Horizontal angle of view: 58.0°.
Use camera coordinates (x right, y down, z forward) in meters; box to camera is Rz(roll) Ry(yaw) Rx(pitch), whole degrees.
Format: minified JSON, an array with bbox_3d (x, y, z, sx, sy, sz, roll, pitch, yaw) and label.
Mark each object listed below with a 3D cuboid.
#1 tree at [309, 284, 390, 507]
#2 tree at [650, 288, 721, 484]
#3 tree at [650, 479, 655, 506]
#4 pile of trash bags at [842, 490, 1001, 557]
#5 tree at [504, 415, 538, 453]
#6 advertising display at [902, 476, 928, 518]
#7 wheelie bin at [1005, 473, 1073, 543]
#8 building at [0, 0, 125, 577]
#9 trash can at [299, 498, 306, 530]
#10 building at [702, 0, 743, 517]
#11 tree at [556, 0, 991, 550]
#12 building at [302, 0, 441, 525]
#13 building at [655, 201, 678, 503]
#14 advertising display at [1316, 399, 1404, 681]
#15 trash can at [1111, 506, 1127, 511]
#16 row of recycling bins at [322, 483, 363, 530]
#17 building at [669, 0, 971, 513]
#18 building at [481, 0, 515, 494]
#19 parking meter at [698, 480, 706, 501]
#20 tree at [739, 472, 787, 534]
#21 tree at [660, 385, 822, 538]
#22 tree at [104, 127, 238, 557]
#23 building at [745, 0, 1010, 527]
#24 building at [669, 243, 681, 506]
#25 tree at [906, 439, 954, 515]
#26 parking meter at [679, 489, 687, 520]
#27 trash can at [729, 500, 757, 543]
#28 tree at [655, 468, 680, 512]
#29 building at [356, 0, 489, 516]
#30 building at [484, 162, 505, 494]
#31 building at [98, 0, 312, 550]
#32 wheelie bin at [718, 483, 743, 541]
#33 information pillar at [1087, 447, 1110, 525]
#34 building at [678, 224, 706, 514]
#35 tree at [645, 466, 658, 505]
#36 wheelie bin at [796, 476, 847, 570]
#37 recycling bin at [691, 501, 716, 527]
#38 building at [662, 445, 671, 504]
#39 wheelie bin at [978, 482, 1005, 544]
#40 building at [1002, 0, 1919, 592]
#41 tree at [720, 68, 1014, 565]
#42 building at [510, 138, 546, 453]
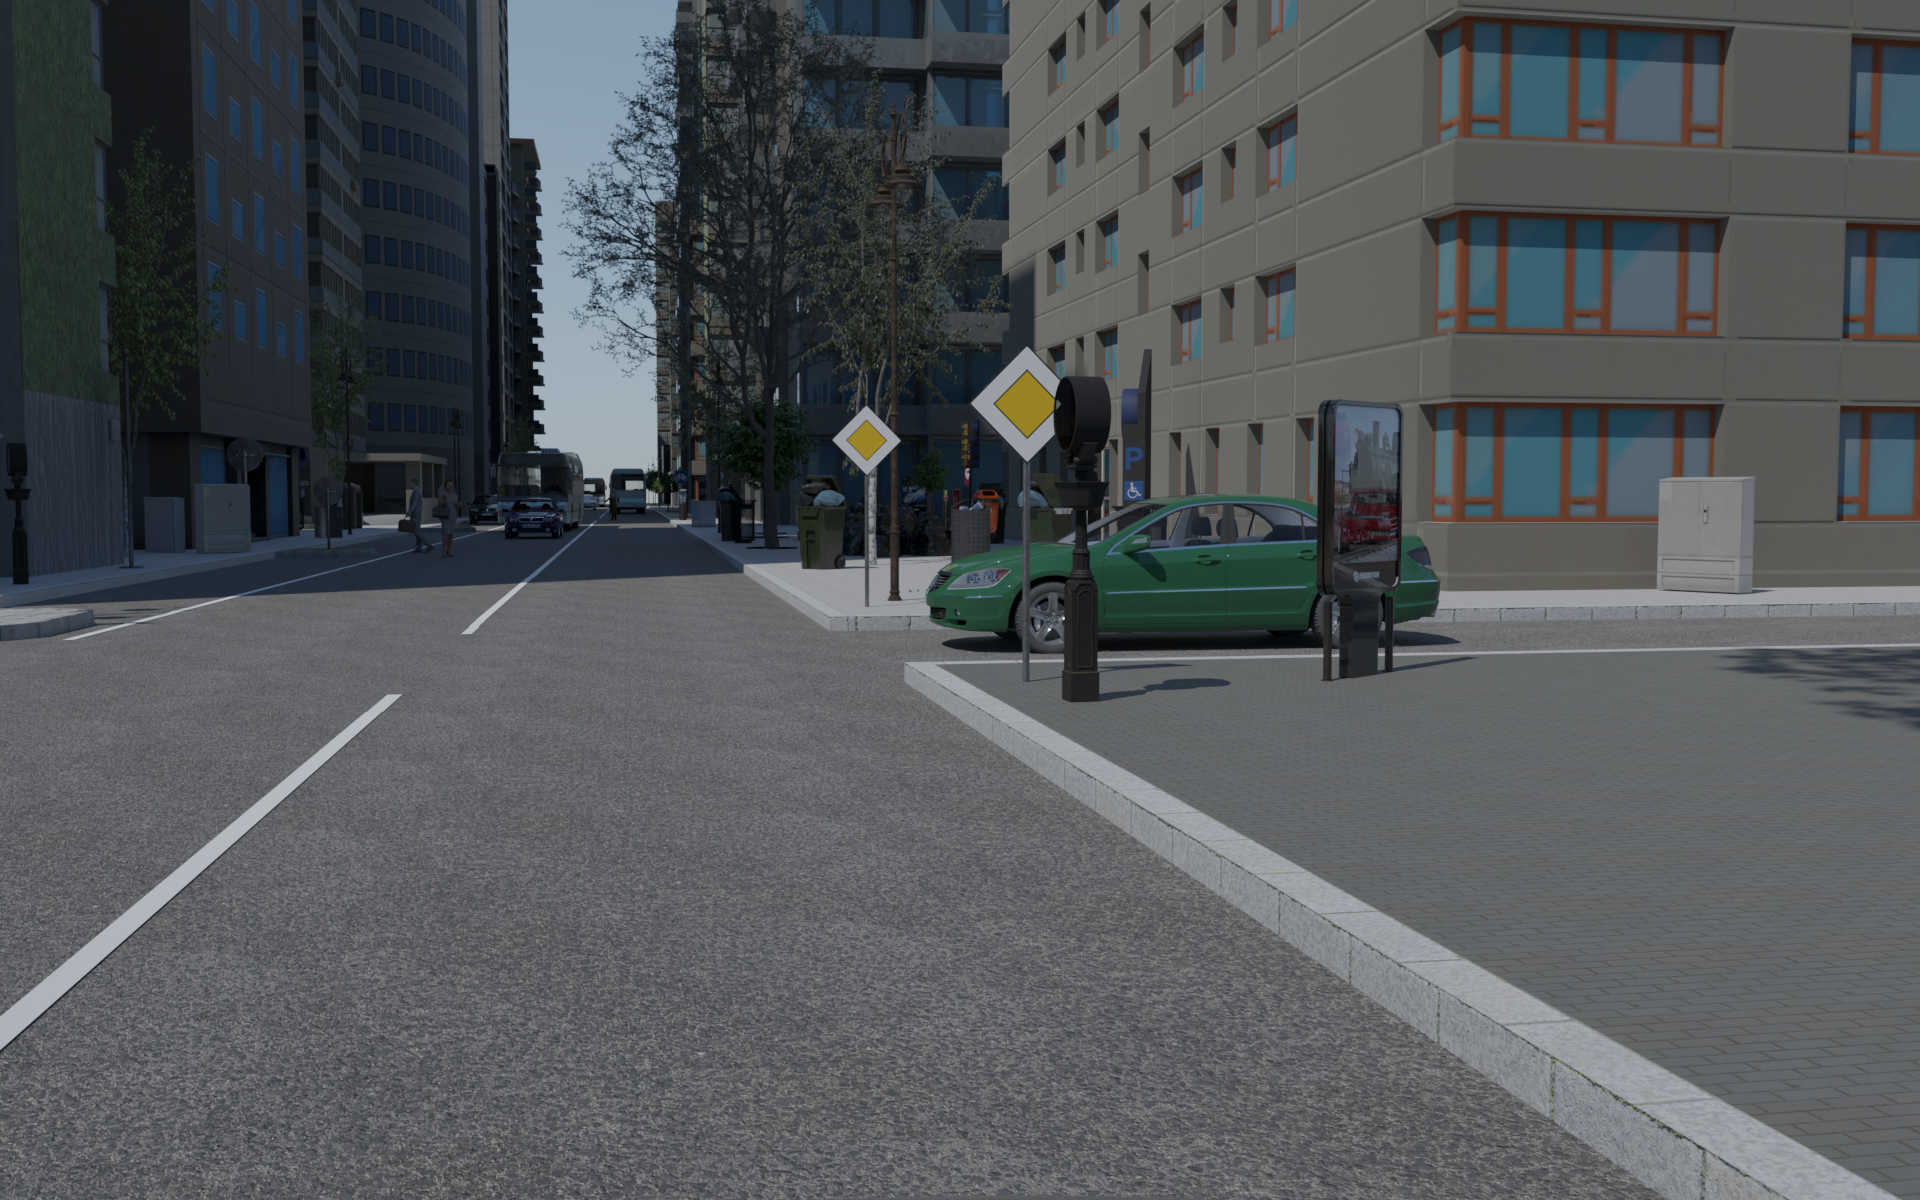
[{"bbox_3d":[-21.770,-6.701,59.917,4.737,8.622,4.395,0,3,0],"label":"tree"},{"bbox_3d":[-8.580,-6.752,60.750,4.360,8.622,3.978,0,3,0],"label":"tree"},{"bbox_3d":[-33.305,-11.962,190.185,1.663,3.219,1.824,0,3,0],"label":"tree"},{"bbox_3d":[-0.765,-1.628,36.363,3.447,1.369,1.912,-1,4,-22],"label":"pile of trash bags"},{"bbox_3d":[-40.446,-12.717,158.286,4.737,8.622,4.395,0,3,0],"label":"tree"},{"bbox_3d":[-1.658,-3.564,63.481,0.974,1.923,0.123,1,4,22],"label":"advertising display"},{"bbox_3d":[1.288,-1.130,26.383,0.693,1.594,0.980,2,4,35],"label":"wheelie bin"},{"bbox_3d":[-20.936,-20.728,22.497,14.154,41.232,14.086,-1,4,-11],"label":"building"},{"bbox_3d":[-23.744,-3.069,61.833,0.748,1.137,0.748,0,3,0],"label":"trash can"},{"bbox_3d":[-8.222,-25.635,102.733,14.154,41.232,14.086,-1,4,-11],"label":"building"},{"bbox_3d":[-4.556,-7.936,40.123,12.009,13.543,11.850,0,3,0],"label":"tree"},{"bbox_3d":[-39.728,-23.418,74.761,32.217,40.220,23.993,-1,4,-11],"label":"building"},{"bbox_3d":[-35.784,-34.305,244.478,14.154,41.232,14.086,-1,4,-11],"label":"building"},{"bbox_3d":[2.808,-0.424,12.146,0.123,1.923,0.974,3,5,43],"label":"advertising display"},{"bbox_3d":[2.208,-0.574,21.036,0.748,1.137,0.748,0,3,0],"label":"trash can"},{"bbox_3d":[-22.656,-3.446,63.451,1.069,1.692,3.534,-1,4,-8],"label":"row of recycling bins"},{"bbox_3d":[-13.857,-32.673,153.810,23.786,49.044,30.456,-1,4,-11],"label":"building"},{"bbox_3d":[-55.781,-45.485,181.926,20.563,71.187,20.611,-1,4,-11],"label":"building"},{"bbox_3d":[-10.712,-4.057,72.037,0.255,1.863,0.399,0,4,5],"label":"parking meter"},{"bbox_3d":[-6.034,-3.745,55.829,1.663,3.219,1.824,0,3,0],"label":"tree"},{"bbox_3d":[-5.641,-4.093,50.641,4.285,4.588,4.351,0,3,0],"label":"tree"},{"bbox_3d":[-17.049,-5.203,35.434,4.737,8.622,4.395,0,3,0],"label":"tree"},{"bbox_3d":[0.744,-28.177,80.300,23.786,49.044,30.456,-1,4,-11],"label":"building"},{"bbox_3d":[-26.491,-26.242,200.752,14.160,30.474,14.107,-1,4,-11],"label":"building"},{"bbox_3d":[-1.081,-4.086,61.409,1.663,3.219,1.824,0,3,0],"label":"tree"},{"bbox_3d":[-13.535,-4.660,84.596,0.372,1.533,0.369,0,3,0],"label":"parking meter"},{"bbox_3d":[-5.669,-2.057,45.283,0.748,1.137,0.748,0,3,0],"label":"trash can"},{"bbox_3d":[-21.178,-8.085,126.784,1.663,3.219,1.824,0,3,0],"label":"tree"},{"bbox_3d":[-40.110,-34.251,102.007,21.231,58.520,28.212,-1,4,-11],"label":"building"},{"bbox_3d":[-45.807,-22.784,144.225,14.160,30.474,14.107,-1,4,-11],"label":"building"},{"bbox_3d":[-25.449,-24.092,44.013,14.600,45.320,14.200,-1,4,-11],"label":"building"},{"bbox_3d":[-6.256,-2.405,47.223,0.693,1.594,0.980,-1,4,-9],"label":"wheelie bin"},{"bbox_3d":[2.141,-1.372,26.922,0.304,2.012,0.304,2,4,24],"label":"information pillar"},{"bbox_3d":[-6.014,-17.160,125.599,27.650,21.520,28.899,-1,4,-11],"label":"building"},{"bbox_3d":[-35.112,-13.166,198.969,4.285,4.588,4.351,0,3,0],"label":"tree"},{"bbox_3d":[-2.360,-1.326,29.587,0.980,1.594,0.693,3,4,36],"label":"wheelie bin"},{"bbox_3d":[-9.983,-3.356,67.429,0.722,1.027,0.722,-3,4,-39],"label":"recycling bin"},{"bbox_3d":[-26.973,-55.609,221.871,22.319,86.520,31.000,-1,4,-11],"label":"building"},{"bbox_3d":[0.786,-2.264,44.927,0.980,1.594,0.693,2,4,30],"label":"wheelie bin"},{"bbox_3d":[17.998,-11.825,38.386,28.899,21.520,27.650,-1,4,-11],"label":"building"},{"bbox_3d":[-1.392,-4.940,31.137,4.360,8.622,3.978,0,3,0],"label":"tree"},{"bbox_3d":[-61.360,-33.773,206.807,22.147,44.769,28.867,-1,4,-11],"label":"building"}]
